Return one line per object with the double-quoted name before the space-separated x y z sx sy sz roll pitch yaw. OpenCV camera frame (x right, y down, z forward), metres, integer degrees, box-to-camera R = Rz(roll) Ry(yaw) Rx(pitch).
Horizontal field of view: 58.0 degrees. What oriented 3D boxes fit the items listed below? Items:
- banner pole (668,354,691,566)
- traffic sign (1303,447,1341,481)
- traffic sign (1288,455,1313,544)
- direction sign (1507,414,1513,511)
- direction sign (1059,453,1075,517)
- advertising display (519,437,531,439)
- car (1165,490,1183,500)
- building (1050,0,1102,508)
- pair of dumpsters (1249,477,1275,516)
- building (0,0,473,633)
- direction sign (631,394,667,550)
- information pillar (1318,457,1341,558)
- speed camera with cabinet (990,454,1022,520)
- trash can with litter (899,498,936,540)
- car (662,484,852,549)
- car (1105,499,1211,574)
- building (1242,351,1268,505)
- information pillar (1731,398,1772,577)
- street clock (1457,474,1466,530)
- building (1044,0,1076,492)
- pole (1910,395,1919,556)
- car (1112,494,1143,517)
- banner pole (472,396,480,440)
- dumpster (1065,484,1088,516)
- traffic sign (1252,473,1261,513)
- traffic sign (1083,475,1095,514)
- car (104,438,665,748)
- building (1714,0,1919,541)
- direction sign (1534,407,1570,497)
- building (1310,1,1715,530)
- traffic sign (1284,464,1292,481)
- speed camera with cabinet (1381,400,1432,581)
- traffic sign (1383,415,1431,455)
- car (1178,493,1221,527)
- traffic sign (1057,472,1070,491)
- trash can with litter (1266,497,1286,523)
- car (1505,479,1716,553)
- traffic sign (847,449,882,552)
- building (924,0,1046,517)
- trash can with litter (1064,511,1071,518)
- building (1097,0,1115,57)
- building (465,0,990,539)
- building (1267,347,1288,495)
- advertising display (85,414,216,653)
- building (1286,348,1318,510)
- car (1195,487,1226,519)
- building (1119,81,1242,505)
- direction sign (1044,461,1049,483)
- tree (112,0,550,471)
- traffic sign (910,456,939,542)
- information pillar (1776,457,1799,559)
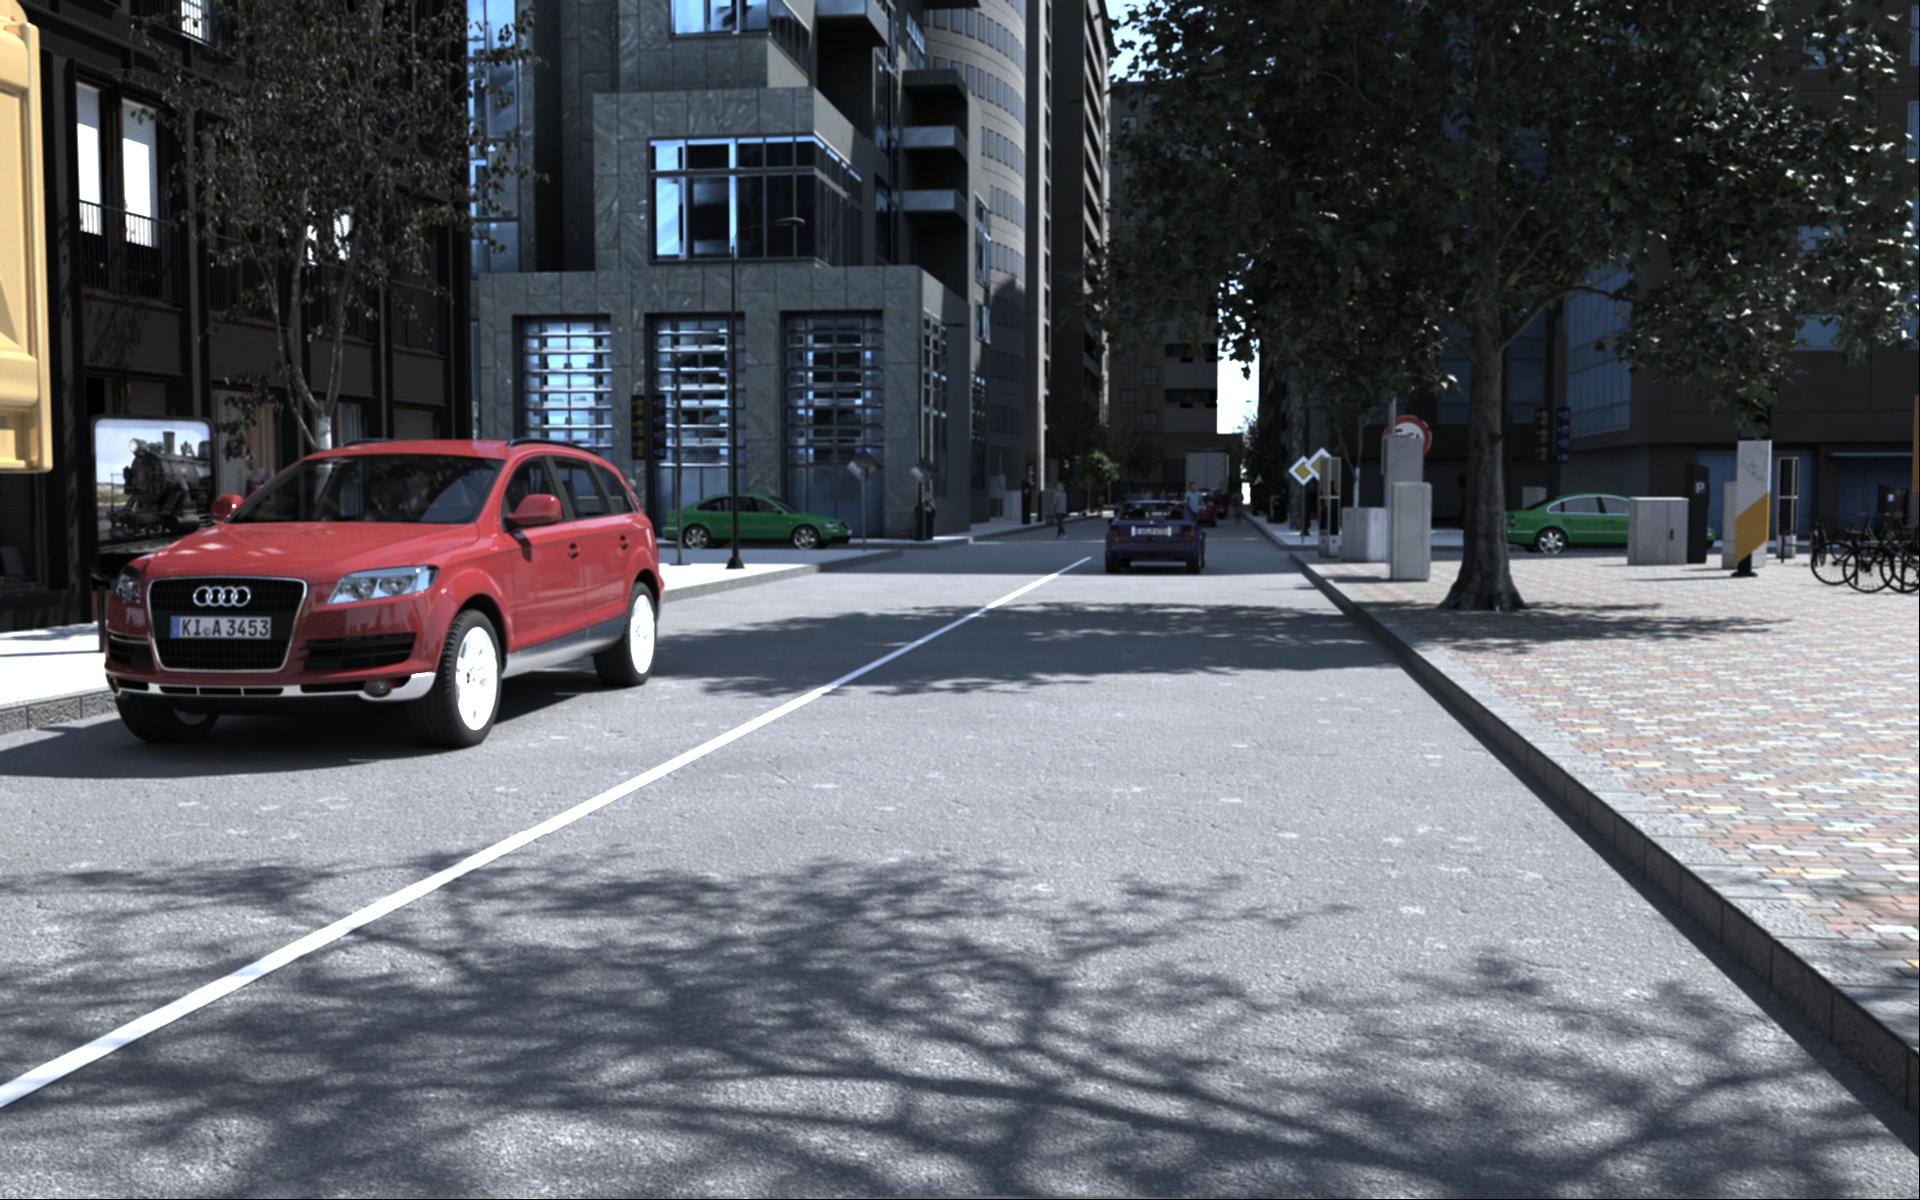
"banner pole" -4.978 -2.492 30.759 0.401 3.779 0.863 -1 4 -13
"traffic sign" 7.709 -2.037 36.941 0.795 2.450 0.064 1 4 8
"traffic sign" 8.883 -2.520 44.840 0.795 2.450 0.064 1 4 8
"direction sign" 15.769 -3.531 49.726 0.379 3.537 0.876 1 4 10
"direction sign" 5.877 -6.330 95.489 0.876 3.537 0.379 0 4 -7
"advertising display" -4.973 -0.902 19.959 0.123 1.923 0.974 -1 4 -10
"car" 21.366 -10.003 172.228 2.281 1.827 5.304 0 4 7
"building" 1.090 -32.376 153.046 21.300 48.544 21.600 1 4 8
"pair of dumpsters" 17.950 -6.115 102.478 1.574 2.255 4.437 1 4 9
"building" -14.468 -11.530 18.198 12.332 23.373 15.834 1 4 8
"direction sign" -7.087 -2.905 39.489 0.876 3.537 0.379 1 4 18
"information pillar" 7.410 -1.850 34.742 0.304 2.012 0.304 -2 4 -30
"speed camera with cabinet" 2.293 -5.597 85.852 0.660 3.252 2.038 3 5 42
"trash can with litter" -1.217 -2.276 48.592 1.055 1.170 0.624 1 4 20
"car" -5.085 -2.126 43.563 4.718 1.807 1.959 0 4 7
"car" 3.716 -1.223 32.573 1.945 1.354 3.894 1 4 10
"building" 49.394 -34.126 212.576 28.867 44.769 22.147 1 4 8
"information pillar" 12.269 -2.167 26.792 0.504 3.616 0.183 3 5 43
"street clock" 17.967 -3.499 61.786 0.471 2.002 0.358 -3 4 -39
"building" -1.497 -42.397 131.442 20.563 71.187 20.611 1 4 8
"pole" 19.800 -2.569 35.846 0.158 3.312 0.155 0 3 0
"car" 9.966 -5.604 101.405 2.009 1.686 4.222 1 4 9
"banner pole" -11.034 -3.003 39.119 0.401 3.779 0.863 -3 5 -43
"dumpster" 6.664 -5.764 99.992 1.264 1.857 1.865 1 4 9
"traffic sign" 18.664 -6.611 108.092 0.884 2.594 0.081 1 4 10
"traffic sign" 8.440 -6.939 113.557 0.768 2.556 0.104 1 4 10
"car" -3.535 -0.177 11.567 2.281 1.827 5.304 0 4 7
"building" 26.919 -24.596 52.261 14.200 45.320 14.600 1 4 8
"direction sign" 15.415 -3.251 45.147 0.876 3.537 0.379 0 4 8
"building" 22.241 -25.820 72.275 14.600 45.320 14.200 1 4 8
"traffic sign" 13.820 -4.389 71.860 0.768 2.556 0.104 1 4 12
"speed camera with cabinet" 6.791 -1.956 26.309 0.660 3.252 2.038 1 4 10
"traffic sign" 7.243 -1.715 28.141 0.768 2.556 0.104 1 4 9
"car" 10.386 -4.116 76.333 2.155 1.783 4.494 1 4 10
"traffic sign" 5.878 -6.009 98.352 0.768 2.556 0.104 1 4 14
"trash can with litter" 13.791 -3.941 75.828 0.624 1.170 1.055 -2 4 -26
"car" 14.828 -1.895 39.788 4.718 1.807 1.959 0 4 8
"traffic sign" -2.125 -2.127 38.418 0.795 2.450 0.064 1 4 8
"building" -6.805 -34.236 101.764 21.231 58.520 28.212 1 4 8
"trash can with litter" 4.954 -4.723 88.604 1.055 1.170 0.624 3 4 37
"building" 1.752 -36.192 180.983 27.495 52.752 28.713 1 4 8
"building" -9.956 -45.918 63.429 22.319 86.520 31.000 1 4 8
"building" 42.868 -33.906 178.063 21.300 48.544 21.600 1 4 8
"advertising display" -6.619 -0.551 14.229 0.974 1.923 0.123 -3 5 -43
"building" 39.451 -17.535 131.739 27.650 21.520 28.899 1 4 8
"car" 14.201 -5.572 99.772 2.281 1.827 5.304 0 4 7
"building" 22.151 -38.623 220.719 27.495 52.752 28.713 1 4 8
"direction sign" 5.714 -7.732 118.412 0.876 3.537 0.379 -2 4 -33
"tree" -6.179 -4.069 16.891 4.360 8.622 3.978 0 3 0
"traffic sign" -0.951 -2.610 46.316 0.795 2.450 0.064 1 4 8
"information pillar" 16.487 -1.837 34.520 0.304 2.012 0.304 3 5 39
